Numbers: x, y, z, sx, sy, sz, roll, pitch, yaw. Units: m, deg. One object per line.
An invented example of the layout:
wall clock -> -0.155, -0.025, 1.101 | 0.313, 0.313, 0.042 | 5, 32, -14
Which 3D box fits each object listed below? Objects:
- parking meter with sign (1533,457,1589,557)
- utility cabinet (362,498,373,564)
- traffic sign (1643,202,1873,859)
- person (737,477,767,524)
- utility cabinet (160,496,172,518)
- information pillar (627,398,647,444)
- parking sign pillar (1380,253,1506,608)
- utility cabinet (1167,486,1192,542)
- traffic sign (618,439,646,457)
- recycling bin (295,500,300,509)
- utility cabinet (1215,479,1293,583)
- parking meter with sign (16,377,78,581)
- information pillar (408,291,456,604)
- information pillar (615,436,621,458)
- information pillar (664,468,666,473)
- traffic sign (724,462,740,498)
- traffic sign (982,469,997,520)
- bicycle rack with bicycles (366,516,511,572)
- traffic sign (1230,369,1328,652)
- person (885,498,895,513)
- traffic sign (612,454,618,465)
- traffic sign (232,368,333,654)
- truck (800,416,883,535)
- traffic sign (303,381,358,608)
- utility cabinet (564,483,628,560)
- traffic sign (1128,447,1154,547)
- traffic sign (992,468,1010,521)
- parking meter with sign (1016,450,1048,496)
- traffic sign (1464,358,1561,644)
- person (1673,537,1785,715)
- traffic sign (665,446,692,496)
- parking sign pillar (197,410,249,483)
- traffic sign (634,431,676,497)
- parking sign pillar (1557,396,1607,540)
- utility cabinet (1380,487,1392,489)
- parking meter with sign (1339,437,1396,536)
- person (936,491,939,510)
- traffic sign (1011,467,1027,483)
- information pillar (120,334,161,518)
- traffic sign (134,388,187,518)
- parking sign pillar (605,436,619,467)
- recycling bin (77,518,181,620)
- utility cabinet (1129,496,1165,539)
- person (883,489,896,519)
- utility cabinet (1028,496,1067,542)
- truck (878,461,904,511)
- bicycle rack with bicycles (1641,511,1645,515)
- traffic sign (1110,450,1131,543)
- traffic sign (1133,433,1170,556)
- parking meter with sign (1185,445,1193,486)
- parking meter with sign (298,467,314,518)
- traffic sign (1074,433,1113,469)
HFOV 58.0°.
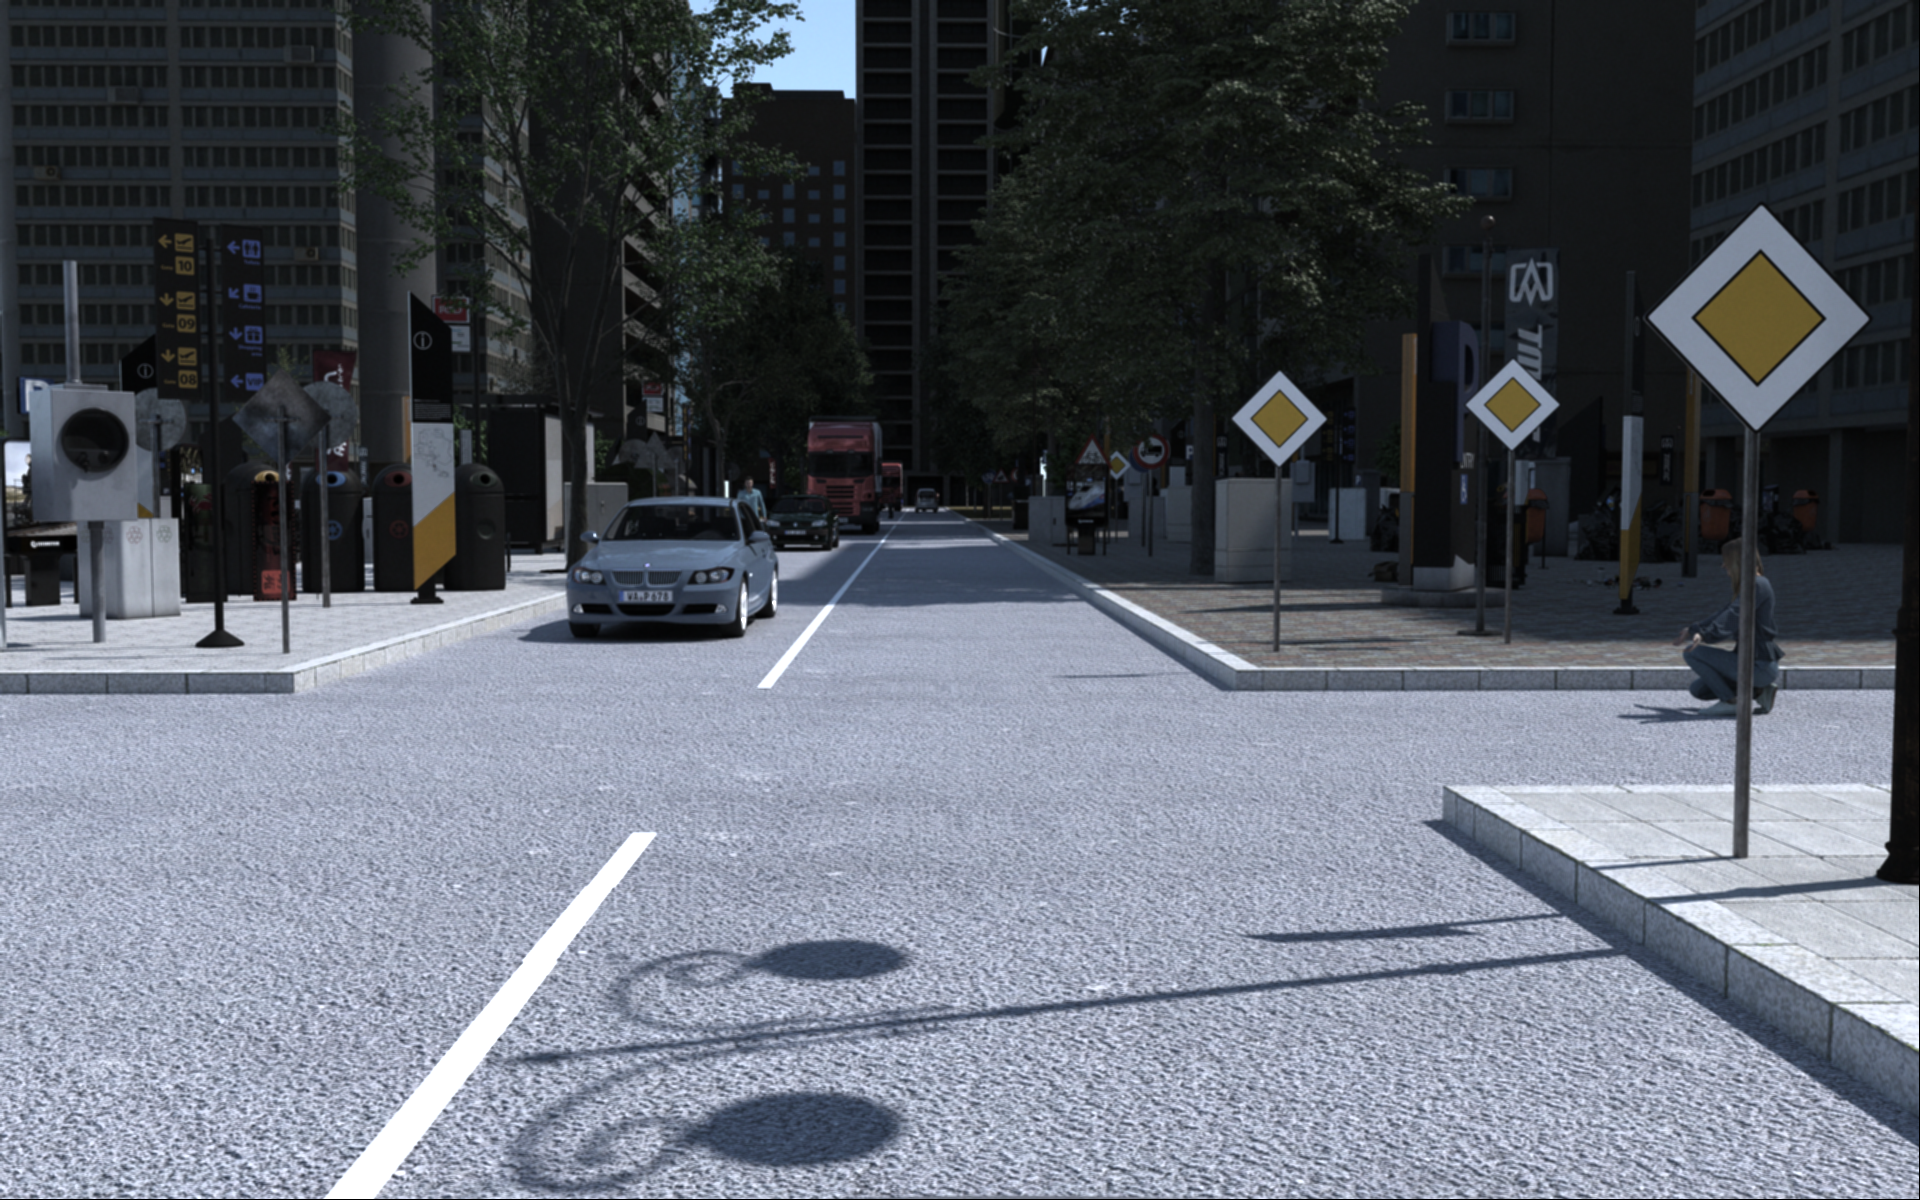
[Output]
parking meter with sign -> 12.168, -2.403, 35.546 | 1.738, 3.016, 0.543 | 1, 4, 22
utility cabinet -> -10.934, -1.290, 32.249 | 0.306, 1.237, 1.020 | -2, 4, -33
traffic sign -> 2.754, -0.147, 6.054 | 0.795, 2.450, 0.064 | 0, 4, -1
person -> -4.684, -1.852, 38.798 | 0.660, 1.820, 0.620 | -1, 4, -19
utility cabinet -> -22.437, -2.305, 48.849 | 1.020, 1.237, 0.306 | -3, 4, -39
information pillar -> -7.877, -3.122, 42.402 | 0.504, 3.616, 0.183 | 0, 4, -4
parking sign pillar -> 5.630, -1.929, 20.017 | 1.447, 3.967, 1.447 | 2, 4, 28
utility cabinet -> 5.948, -2.255, 45.545 | 0.318, 1.500, 1.173 | -2, 4, -32
traffic sign -> -7.525, -2.444, 40.069 | 0.768, 2.556, 0.104 | 0, 4, 2
recycling bin -> -27.315, -3.662, 72.424 | 0.722, 1.027, 0.722 | 0, 4, 2
utility cabinet -> 4.239, -1.000, 25.036 | 1.173, 1.500, 0.318 | -2, 4, -29
parking meter with sign -> -13.144, -1.795, 25.614 | 1.738, 3.016, 0.543 | 2, 4, 31
information pillar -> -6.171, -1.765, 20.216 | 0.504, 3.616, 0.183 | -2, 4, -29
information pillar -> -13.666, -4.771, 69.355 | 0.183, 3.616, 0.504 | 1, 4, 10
information pillar -> -15.017, -5.917, 88.093 | 0.504, 3.616, 0.183 | 1, 4, 11
traffic sign -> -9.179, -4.233, 69.312 | 0.768, 2.556, 0.104 | 0, 4, 1
traffic sign -> 1.484, -5.315, 87.008 | 0.768, 2.556, 0.104 | 0, 4, 2
bicycle rack with bicycles -> -8.589, -0.950, 28.921 | 2.852, 0.926, 2.925 | -1, 4, -13
traffic sign -> 2.573, -0.636, 14.037 | 0.795, 2.450, 0.064 | 0, 4, -1
person -> -5.303, -7.339, 131.721 | 0.991, 1.433, 0.599 | 0, 4, 5
traffic sign -> -9.412, -2.948, 48.205 | 0.884, 2.594, 0.081 | 0, 4, 8
traffic sign -> -5.420, -0.626, 13.877 | 0.795, 2.450, 0.064 | 0, 4, -1
truck -> -4.235, -4.622, 64.477 | 2.839, 4.237, 11.283 | 0, 4, -1
traffic sign -> -7.163, -1.186, 19.505 | 0.768, 2.556, 0.104 | 0, 4, 1
utility cabinet -> -6.995, -1.508, 33.328 | 1.173, 1.500, 0.318 | -1, 4, -21
traffic sign -> 4.478, -2.574, 42.189 | 0.768, 2.556, 0.104 | 0, 4, 2
traffic sign -> 1.973, -5.076, 83.001 | 0.884, 2.594, 0.081 | 0, 4, 7
parking meter with sign -> 2.854, -4.342, 67.260 | 1.738, 3.016, 0.543 | -3, 5, -44
traffic sign -> 4.686, -0.830, 14.759 | 0.795, 2.450, 0.064 | 0, 4, 8
person -> 4.942, 0.168, 11.254 | 0.738, 1.151, 1.012 | 2, 4, 32
traffic sign -> -7.547, -2.823, 46.254 | 0.768, 2.556, 0.104 | 0, 4, 1
parking sign pillar -> -23.370, -4.051, 54.709 | 1.447, 3.967, 1.447 | -2, 4, -29
traffic sign -> -6.301, -2.189, 35.786 | 0.884, 2.594, 0.081 | 0, 3, 0
parking sign pillar -> 17.353, -3.664, 48.372 | 1.447, 3.967, 1.447 | -3, 4, -38
utility cabinet -> 13.814, -2.964, 57.136 | 0.318, 1.500, 1.173 | -1, 4, -15
parking meter with sign -> 12.547, -3.484, 53.219 | 1.738, 3.016, 0.543 | -1, 4, -19
person -> -2.051, -8.624, 150.203 | 0.721, 1.736, 1.217 | 0, 4, -6
traffic sign -> 2.731, -4.891, 80.067 | 0.768, 2.556, 0.104 | 0, 4, 7
information pillar -> -11.897, -2.070, 25.191 | 0.504, 3.616, 0.183 | -2, 4, -30
traffic sign -> -9.642, -1.264, 20.770 | 0.768, 2.556, 0.104 | 0, 4, 5
parking sign pillar -> -16.109, -5.666, 81.104 | 1.447, 3.967, 1.447 | -3, 5, -40
recycling bin -> -8.678, -0.339, 18.091 | 0.722, 1.027, 0.722 | 2, 4, 29
utility cabinet -> 5.385, -2.366, 49.845 | 1.020, 1.237, 0.306 | 0, 4, 5
person -> -4.125, -5.648, 101.566 | 0.721, 1.743, 1.217 | -3, 4, -38
utility cabinet -> 2.354, -2.156, 46.411 | 1.020, 1.237, 0.306 | 0, 4, 8
truck -> -6.184, -9.729, 147.984 | 2.839, 4.237, 11.283 | 0, 4, -2
bicycle rack with bicycles -> 20.118, -2.454, 53.497 | 2.925, 0.926, 2.852 | 2, 4, 28
traffic sign -> 4.111, -2.711, 45.509 | 0.795, 2.450, 0.064 | 0, 4, 6
traffic sign -> 3.931, -2.175, 35.675 | 0.768, 2.556, 0.104 | 0, 4, 1
parking meter with sign -> 8.541, -3.923, 60.406 | 0.543, 3.016, 1.738 | -2, 4, -33
parking meter with sign -> -18.312, -3.238, 49.196 | 1.738, 3.016, 0.543 | 0, 4, 5
traffic sign -> 2.823, -2.264, 37.026 | 0.884, 2.594, 0.081 | 0, 4, 4
